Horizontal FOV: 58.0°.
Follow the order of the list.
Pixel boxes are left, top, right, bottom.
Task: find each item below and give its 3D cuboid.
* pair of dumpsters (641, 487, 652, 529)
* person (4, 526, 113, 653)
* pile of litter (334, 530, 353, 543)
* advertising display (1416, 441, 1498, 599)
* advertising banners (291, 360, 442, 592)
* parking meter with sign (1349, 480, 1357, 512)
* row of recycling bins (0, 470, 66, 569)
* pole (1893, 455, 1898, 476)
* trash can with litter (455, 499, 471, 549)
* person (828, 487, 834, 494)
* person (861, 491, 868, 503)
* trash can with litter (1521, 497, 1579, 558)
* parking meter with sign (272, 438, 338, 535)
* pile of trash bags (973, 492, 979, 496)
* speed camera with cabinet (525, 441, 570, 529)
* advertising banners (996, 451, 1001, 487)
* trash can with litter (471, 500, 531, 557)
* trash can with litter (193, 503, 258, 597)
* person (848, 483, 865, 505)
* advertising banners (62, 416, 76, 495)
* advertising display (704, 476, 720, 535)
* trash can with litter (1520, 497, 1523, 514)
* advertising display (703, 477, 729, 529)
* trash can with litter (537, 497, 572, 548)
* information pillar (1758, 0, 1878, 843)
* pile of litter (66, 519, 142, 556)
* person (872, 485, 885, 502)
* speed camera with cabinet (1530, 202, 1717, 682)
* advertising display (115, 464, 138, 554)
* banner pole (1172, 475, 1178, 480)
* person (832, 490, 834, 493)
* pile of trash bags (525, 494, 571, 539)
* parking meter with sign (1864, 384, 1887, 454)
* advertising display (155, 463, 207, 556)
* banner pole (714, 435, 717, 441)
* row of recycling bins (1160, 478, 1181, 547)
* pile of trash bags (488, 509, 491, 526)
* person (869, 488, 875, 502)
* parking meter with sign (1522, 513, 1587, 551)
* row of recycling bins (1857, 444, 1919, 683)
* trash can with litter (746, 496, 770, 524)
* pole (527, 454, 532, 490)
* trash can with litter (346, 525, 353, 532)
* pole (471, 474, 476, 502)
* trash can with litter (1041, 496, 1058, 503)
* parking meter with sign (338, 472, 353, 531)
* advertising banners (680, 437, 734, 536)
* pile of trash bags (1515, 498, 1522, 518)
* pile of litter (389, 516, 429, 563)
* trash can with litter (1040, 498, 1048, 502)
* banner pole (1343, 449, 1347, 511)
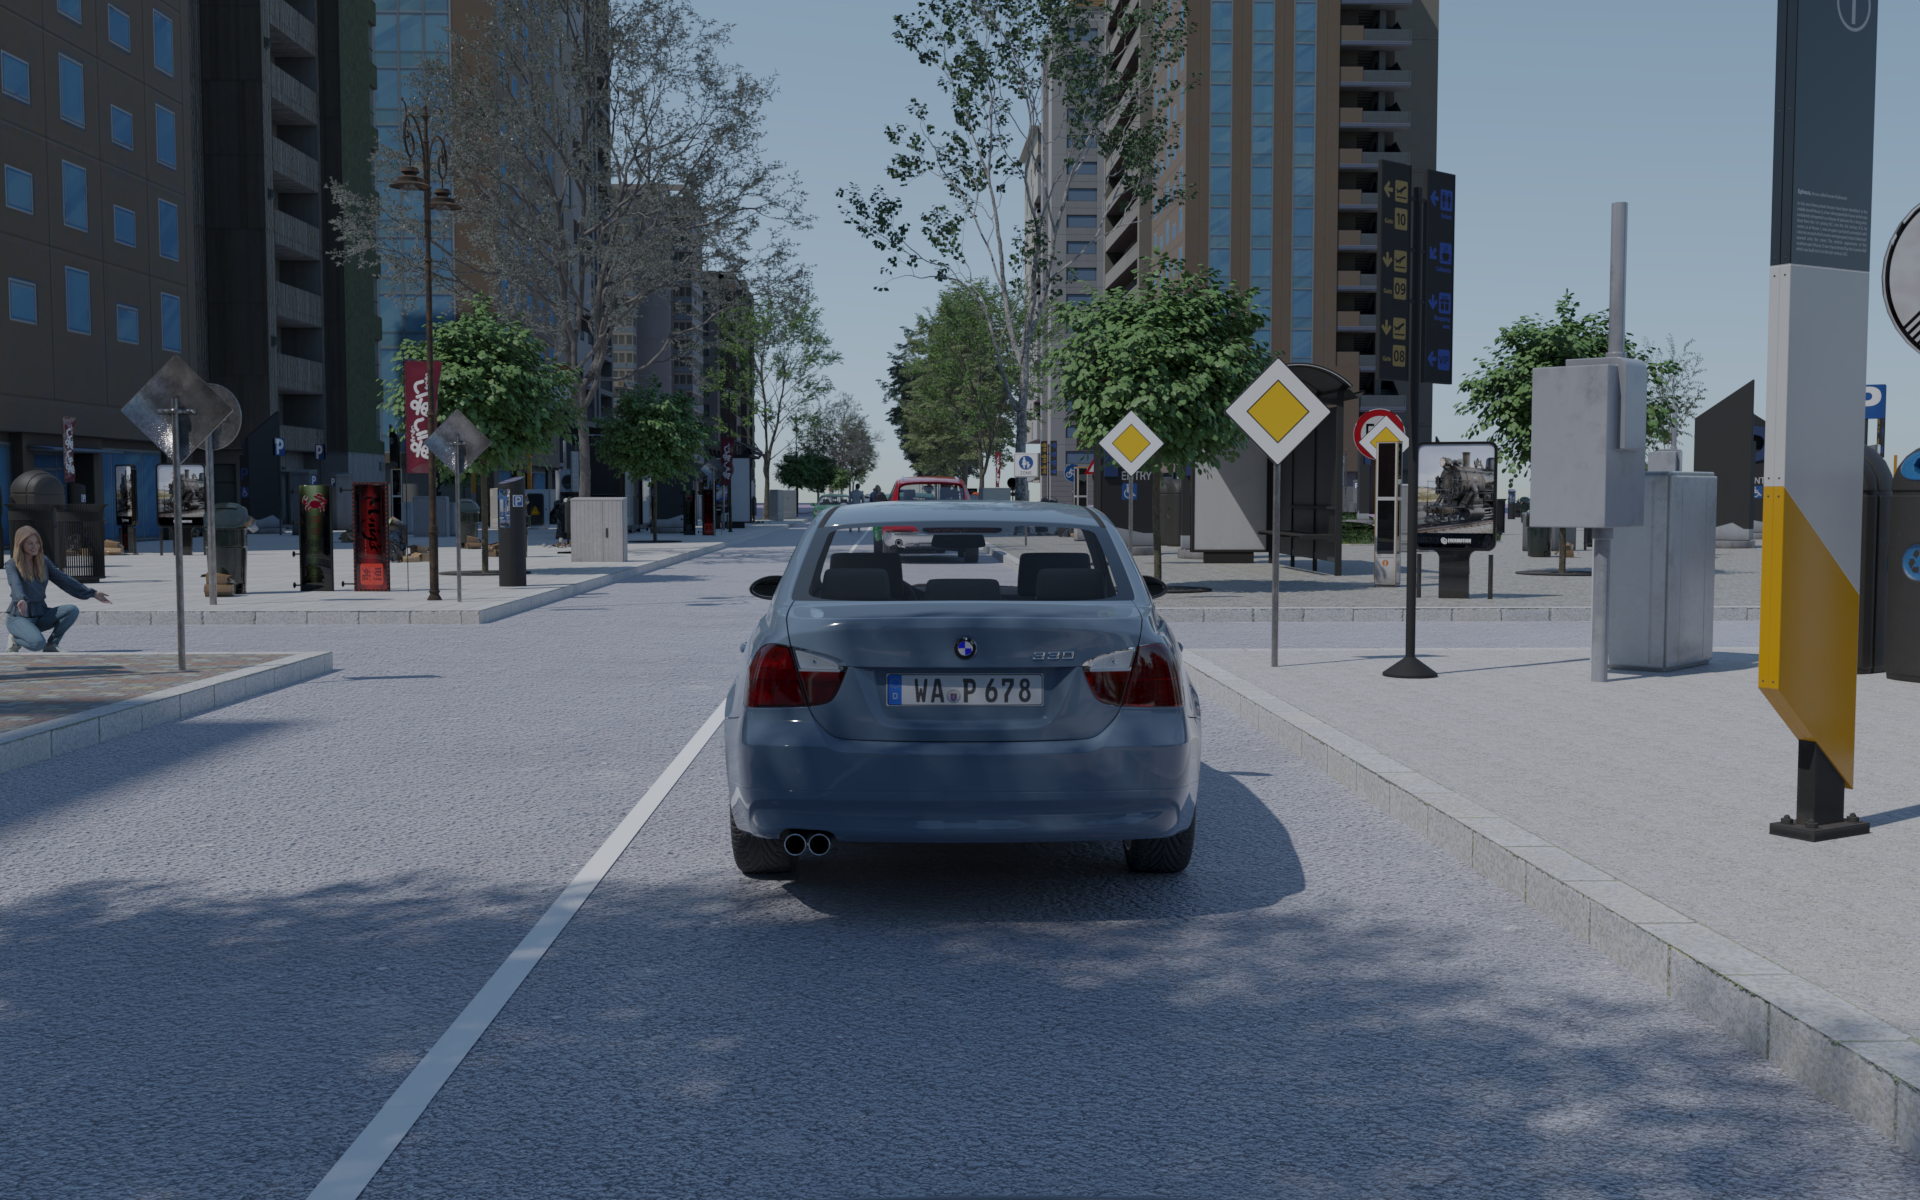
[{"bbox_3d":[-12.109,-3.757,63.925,1.574,2.255,4.437,0,4,-2],"label":"pair of dumpsters"},{"bbox_3d":[-8.063,-0.083,15.364,0.738,1.151,1.012,2,4,31],"label":"person"},{"bbox_3d":[-16.061,-1.975,46.249,1.176,0.858,1.719,2,4,30],"label":"pile of litter"},{"bbox_3d":[6.075,-0.981,21.245,0.974,1.923,0.123,1,4,21],"label":"advertising display"},{"bbox_3d":[-7.760,-1.621,22.696,2.074,3.025,0.090,0,4,5],"label":"advertising banners"},{"bbox_3d":[20.340,-5.633,88.353,0.543,3.016,1.738,2,4,33],"label":"parking meter with sign"},{"bbox_3d":[-17.185,-1.365,29.437,3.534,1.692,1.069,-2,4,-28],"label":"row of recycling bins"},{"bbox_3d":[48.703,-5.895,90.234,0.158,3.312,0.155,0,3,0],"label":"pole"},{"bbox_3d":[-11.441,-1.789,40.630,0.624,1.170,1.055,-2,4,-32],"label":"trash can with litter"},{"bbox_3d":[-6.634,-4.933,89.378,0.641,1.798,0.478,-1,4,-20],"label":"person"},{"bbox_3d":[-8.798,-9.084,157.738,0.721,1.743,1.217,3,4,37],"label":"person"},{"bbox_3d":[12.036,-1.457,35.207,1.055,1.170,0.624,1,4,15],"label":"trash can with litter"},{"bbox_3d":[-20.357,-3.516,53.745,1.738,3.016,0.543,1,4,10],"label":"parking meter with sign"},{"bbox_3d":[1.097,-4.849,89.031,1.912,1.369,3.447,1,4,10],"label":"pile of trash bags"},{"bbox_3d":[-15.107,-4.231,63.521,2.038,3.252,0.660,-2,4,-29],"label":"speed camera with cabinet"},{"bbox_3d":[1.275,-4.635,71.963,0.090,3.025,2.074,-1,4,-22],"label":"advertising banners"},{"bbox_3d":[-9.267,-1.459,35.242,1.055,1.170,0.624,1,4,22],"label":"trash can with litter"},{"bbox_3d":[-9.279,-0.647,21.972,0.624,1.170,1.055,-1,4,-17],"label":"trash can with litter"},{"bbox_3d":[-3.905,-3.476,65.185,0.661,1.843,0.795,1,4,13],"label":"person"},{"bbox_3d":[-20.127,-2.576,38.308,0.090,3.025,2.074,0,4,6],"label":"advertising banners"},{"bbox_3d":[-7.880,-3.043,54.969,0.123,1.923,0.974,-1,4,-19],"label":"advertising display"},{"bbox_3d":[25.213,-3.984,76.523,0.624,1.170,1.055,-1,4,-18],"label":"trash can with litter"},{"bbox_3d":[-8.916,-3.554,63.324,0.974,1.923,0.123,1,4,10],"label":"advertising display"},{"bbox_3d":[-9.672,-1.900,42.125,1.678,1.210,2.233,0,4,0],"label":"trash can with litter"},{"bbox_3d":[3.172,-0.919,6.383,0.504,3.616,0.183,-2,4,-30],"label":"information pillar"},{"bbox_3d":[-18.034,-1.360,36.197,1.719,0.858,1.176,-1,4,-17],"label":"pile of litter"},{"bbox_3d":[-3.143,-3.588,67.351,0.537,1.800,0.526,0,4,1],"label":"person"},{"bbox_3d":[4.811,-1.110,12.479,0.660,3.252,2.038,3,5,43],"label":"speed camera with cabinet"},{"bbox_3d":[-18.105,-1.983,37.630,0.974,1.923,0.123,3,5,45],"label":"advertising display"},{"bbox_3d":[10.424,-5.721,83.557,0.401,3.779,0.863,-3,5,-41],"label":"banner pole"},{"bbox_3d":[-7.507,-5.680,102.298,0.756,1.711,0.436,3,4,37],"label":"person"},{"bbox_3d":[-11.393,-2.461,49.993,3.447,1.369,1.912,0,4,2],"label":"pile of trash bags"},{"bbox_3d":[14.000,-1.876,26.930,0.543,3.016,1.738,2,4,31],"label":"parking meter with sign"},{"bbox_3d":[-16.241,-1.892,36.155,0.974,1.923,0.123,-1,4,-13],"label":"advertising display"},{"bbox_3d":[-10.206,-5.128,73.859,0.863,3.779,0.401,1,4,17],"label":"banner pole"},{"bbox_3d":[5.737,-2.136,42.030,1.069,1.692,3.534,-2,4,-26],"label":"row of recycling bins"},{"bbox_3d":[-17.309,-3.542,67.670,1.912,1.369,3.447,-2,4,-26],"label":"pile of trash bags"},{"bbox_3d":[-5.899,-6.805,119.623,0.709,1.838,0.599,1,4,13],"label":"person"},{"bbox_3d":[13.463,-2.610,38.938,1.738,3.016,0.543,-2,4,-25],"label":"parking meter with sign"},{"bbox_3d":[6.954,-0.267,11.473,1.069,1.692,3.534,-1,4,-23],"label":"row of recycling bins"},{"bbox_3d":[-9.132,-3.952,75.677,1.678,1.210,2.233,0,4,-4],"label":"trash can with litter"},{"bbox_3d":[-16.091,-4.336,64.744,0.158,3.312,0.155,0,3,0],"label":"pole"},{"bbox_3d":[-18.912,-2.665,54.954,1.055,1.170,0.624,-3,4,-39],"label":"trash can with litter"},{"bbox_3d":[-19.014,-4.515,67.658,0.158,3.312,0.155,0,3,0],"label":"pole"},{"bbox_3d":[2.372,-2.620,53.893,2.233,1.210,1.678,0,4,-3],"label":"trash can with litter"},{"bbox_3d":[-21.821,-3.971,61.187,0.543,3.016,1.738,3,4,38],"label":"parking meter with sign"},{"bbox_3d":[-7.828,-3.520,53.732,2.074,3.025,0.090,2,4,29],"label":"advertising banners"},{"bbox_3d":[31.835,-5.247,95.548,3.447,1.369,1.912,-3,5,-44],"label":"pile of trash bags"},{"bbox_3d":[-10.524,-1.172,33.129,1.176,0.858,1.719,1,4,14],"label":"pile of litter"},{"bbox_3d":[2.498,-2.851,57.993,1.055,1.170,0.624,0,4,3],"label":"trash can with litter"},{"bbox_3d":[21.162,-6.453,95.527,0.401,3.779,0.863,3,5,43],"label":"banner pole"}]
